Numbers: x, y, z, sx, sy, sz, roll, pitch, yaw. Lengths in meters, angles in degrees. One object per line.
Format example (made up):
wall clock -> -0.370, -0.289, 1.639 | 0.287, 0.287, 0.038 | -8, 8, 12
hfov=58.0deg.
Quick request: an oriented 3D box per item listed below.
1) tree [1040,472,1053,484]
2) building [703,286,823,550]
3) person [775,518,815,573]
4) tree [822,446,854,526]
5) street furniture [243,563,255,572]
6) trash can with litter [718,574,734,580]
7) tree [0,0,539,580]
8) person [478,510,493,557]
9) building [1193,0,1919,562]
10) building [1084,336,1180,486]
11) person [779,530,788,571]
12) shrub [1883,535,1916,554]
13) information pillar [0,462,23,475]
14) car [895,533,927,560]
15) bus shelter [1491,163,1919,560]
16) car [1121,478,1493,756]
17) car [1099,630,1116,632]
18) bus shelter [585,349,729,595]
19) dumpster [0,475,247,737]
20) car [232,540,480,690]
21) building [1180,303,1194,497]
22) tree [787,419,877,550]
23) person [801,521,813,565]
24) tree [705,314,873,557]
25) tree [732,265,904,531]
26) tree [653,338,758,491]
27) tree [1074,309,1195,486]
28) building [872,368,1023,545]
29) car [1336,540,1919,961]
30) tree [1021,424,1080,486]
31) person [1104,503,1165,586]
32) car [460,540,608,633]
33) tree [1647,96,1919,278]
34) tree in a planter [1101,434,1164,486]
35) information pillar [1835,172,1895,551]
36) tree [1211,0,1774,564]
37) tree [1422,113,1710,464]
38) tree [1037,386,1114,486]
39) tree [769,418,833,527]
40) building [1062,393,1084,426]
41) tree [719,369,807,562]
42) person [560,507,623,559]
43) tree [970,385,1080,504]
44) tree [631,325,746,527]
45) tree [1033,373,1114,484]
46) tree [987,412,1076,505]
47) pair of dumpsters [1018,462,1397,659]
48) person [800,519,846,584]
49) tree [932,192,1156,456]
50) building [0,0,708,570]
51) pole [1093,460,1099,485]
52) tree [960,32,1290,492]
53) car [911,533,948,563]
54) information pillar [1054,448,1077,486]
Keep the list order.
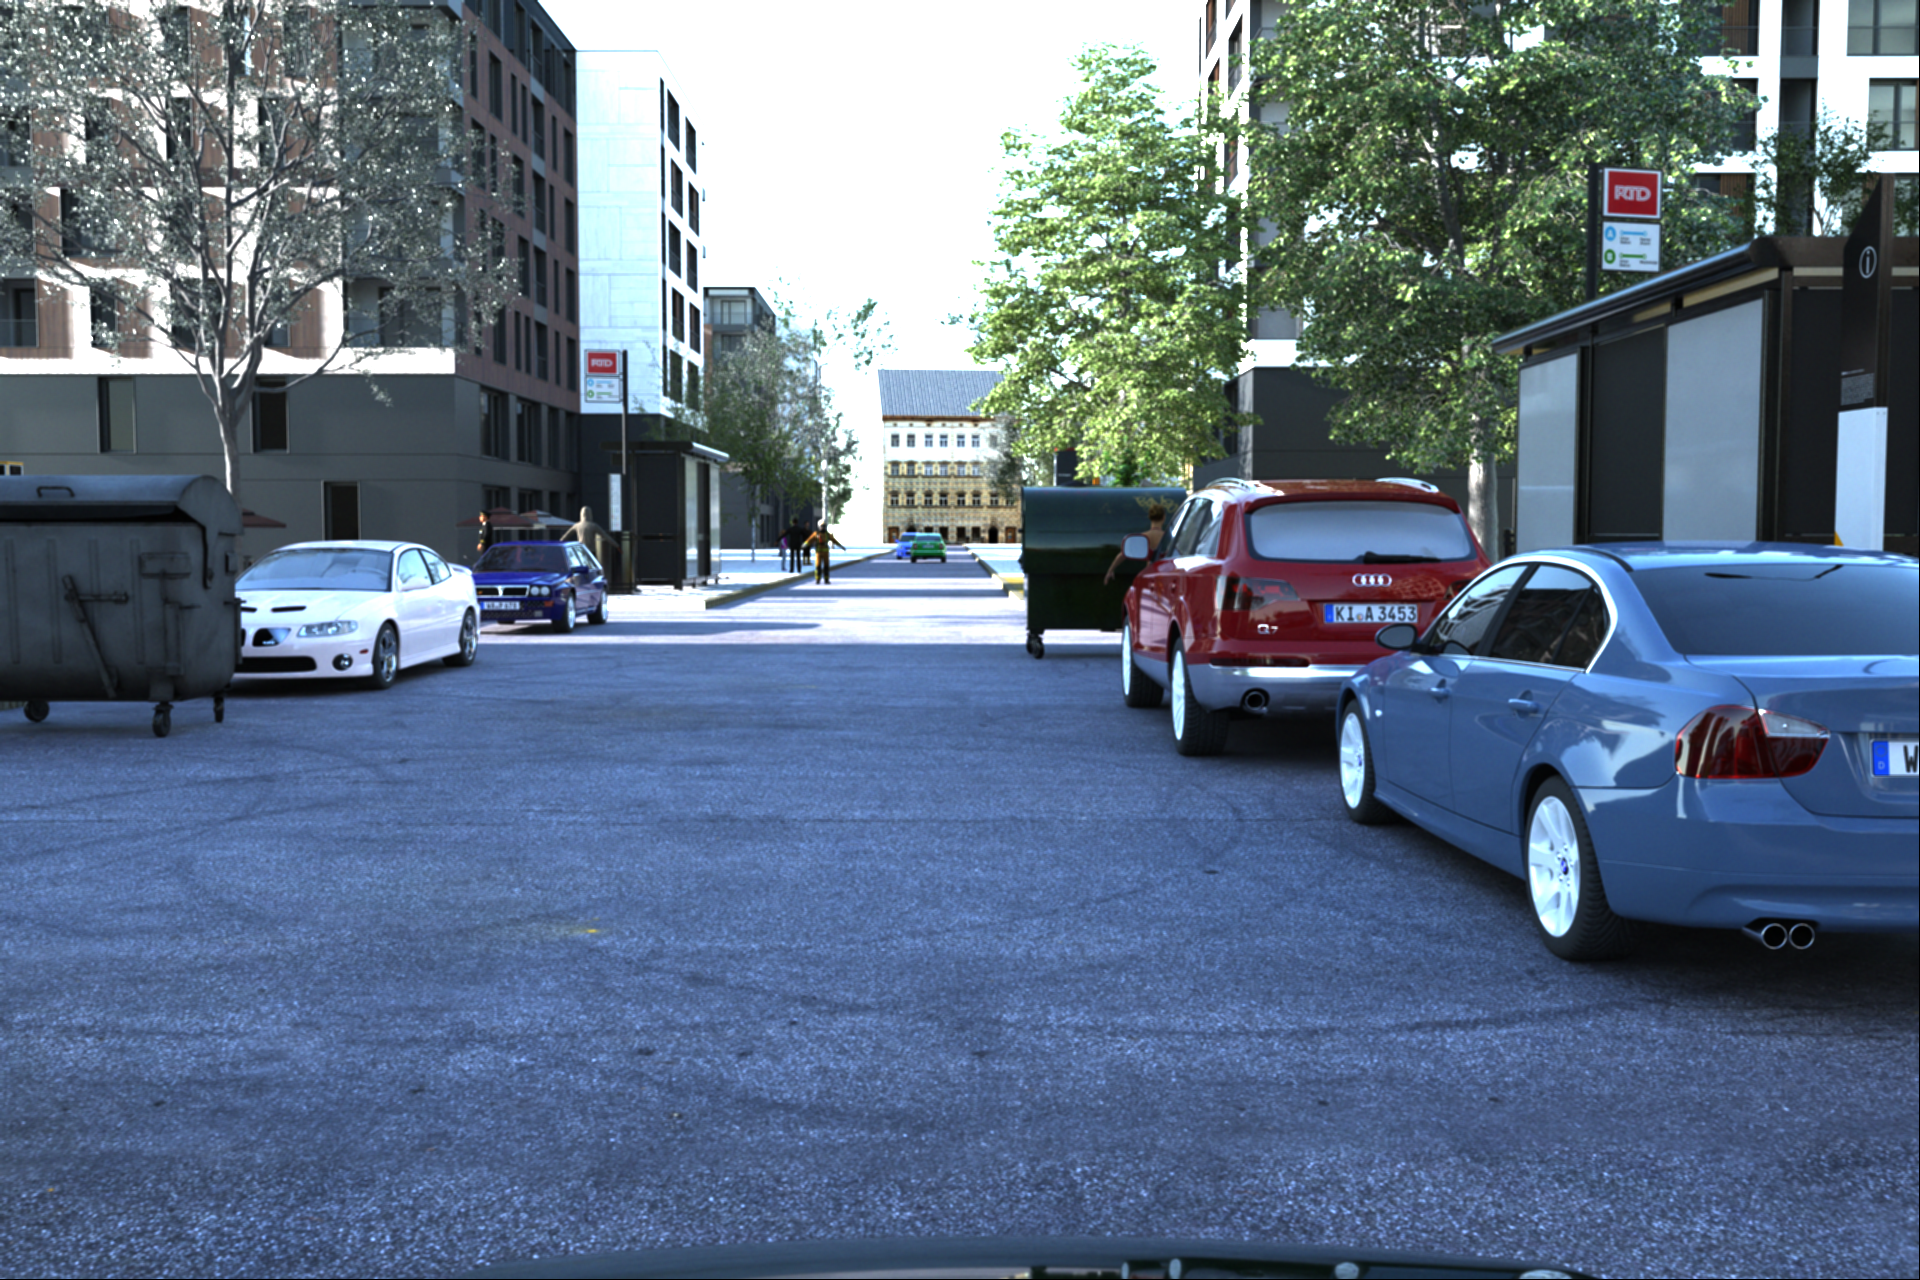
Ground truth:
tree -> 14.722, -19.628, 227.576 | 9.857, 13.997, 8.962 | 0, 3, 0
building -> -27.584, -19.273, 159.094 | 27.936, 21.610, 32.646 | 0, 4, -1
person -> -5.452, -3.124, 57.301 | 1.346, 1.802, 0.704 | -1, 4, -14
tree -> -18.392, -19.523, 225.862 | 9.857, 13.997, 8.962 | 0, 3, 0
street furniture -> -20.150, -2.139, 50.592 | 10.072, 0.657, 5.734 | -1, 4, -15
trash can with litter -> -7.092, -2.357, 49.602 | 1.678, 1.210, 2.233 | 0, 4, -1
tree -> -12.338, -7.264, 29.143 | 12.009, 13.543, 11.850 | 0, 3, 0
person -> -11.013, -2.093, 40.161 | 0.705, 1.837, 1.347 | -1, 4, -12
building -> 22.958, -13.761, 68.973 | 27.936, 21.610, 32.646 | 0, 4, 0
building -> 21.129, -18.168, 163.504 | 16.747, 18.905, 31.486 | 0, 4, 0
person -> -6.091, -3.134, 60.508 | 0.599, 1.433, 0.991 | 0, 4, -2
shrub -> 27.819, -2.901, 51.844 | 1.690, 2.028, 1.600 | 0, 3, 0
information pillar -> -9.782, -0.809, 17.720 | 0.304, 2.012, 0.304 | 0, 4, -1
car -> -2.705, -5.411, 98.059 | 1.945, 1.707, 3.694 | 0, 4, -1
bus shelter -> 6.628, -2.380, 16.541 | 2.179, 5.291, 8.768 | 0, 4, 0
car -> 2.394, -0.248, 12.736 | 2.281, 1.827, 5.304 | 0, 4, -1
car -> 2.884, -0.865, 26.730 | 1.945, 1.354, 3.894 | 0, 4, 0
bus shelter -> -7.063, -3.842, 40.441 | 2.179, 5.291, 8.768 | 0, 3, 0
dumpster -> -6.345, -0.271, 12.646 | 1.865, 1.857, 1.264 | 0, 4, 0
car -> -6.209, -0.309, 17.421 | 2.083, 1.381, 4.827 | 0, 4, -1
building -> 24.618, -17.136, 111.100 | 19.493, 23.208, 18.063 | 0, 3, 0
tree -> -10.377, -12.516, 139.044 | 8.767, 10.594, 7.601 | 1, 4, 12
person -> -6.292, -3.987, 71.322 | 0.704, 1.812, 1.346 | 3, 5, 43
tree -> -10.009, -11.382, 96.458 | 12.009, 13.543, 11.850 | 0, 3, 0
tree -> -11.172, -16.416, 124.289 | 12.611, 20.169, 13.585 | 0, 3, 0
tree -> -9.507, -7.017, 65.093 | 4.360, 8.622, 3.978 | 0, 3, 0
tree -> 5.435, -6.425, 55.410 | 4.737, 8.622, 4.395 | 0, 3, 0
building -> -1.968, -24.196, 228.986 | 18.063, 23.208, 19.493 | 0, 4, -6
car -> 2.837, 0.299, 7.121 | 2.014, 1.417, 4.499 | 0, 4, -1
tree -> 5.697, -9.965, 113.295 | 4.360, 8.622, 3.978 | 0, 3, 0
person -> 1.987, -0.485, 17.196 | 1.217, 1.733, 0.721 | 2, 4, 28
car -> -6.493, -0.838, 26.274 | 1.945, 1.354, 3.894 | 0, 4, -1
tree -> 18.781, -6.234, 36.344 | 8.767, 10.594, 7.601 | 0, 4, 4
tree in a planter -> 3.013, -2.064, 30.973 | 1.991, 3.239, 1.994 | 0, 4, -1
information pillar -> 6.008, -1.234, 11.532 | 0.183, 3.616, 0.504 | 0, 3, 0
tree -> 9.137, -7.521, 29.622 | 9.857, 13.997, 8.962 | 0, 3, 0
tree -> 16.002, -7.790, 45.492 | 7.486, 12.596, 7.792 | 0, 3, 0
tree -> 6.111, -8.173, 83.996 | 4.360, 8.622, 3.978 | 0, 3, 0
tree -> -10.100, -9.601, 107.338 | 4.737, 8.622, 4.395 | 0, 3, 0
building -> 21.553, -22.853, 204.570 | 19.493, 23.208, 18.063 | 0, 4, 0
tree -> -9.184, -7.843, 78.602 | 4.737, 8.622, 4.395 | 0, 3, 0
person -> -7.227, -1.680, 33.595 | 1.348, 1.813, 0.705 | 0, 4, 3
tree -> 5.704, -13.781, 135.683 | 12.009, 13.543, 11.850 | 0, 3, 0
tree -> -9.407, -6.770, 61.057 | 4.360, 8.622, 3.978 | 0, 3, 0
tree -> 5.518, -7.856, 78.806 | 4.360, 8.622, 3.978 | 0, 3, 0
tree -> 5.516, -11.457, 121.734 | 7.601, 10.594, 8.767 | -1, 4, -18
pair of dumpsters -> 2.895, -0.942, 20.348 | 4.436, 2.255, 1.574 | 0, 3, 0
person -> -3.946, -2.540, 49.747 | 1.354, 1.858, 0.705 | -1, 4, -14
tree -> 4.174, -14.811, 98.051 | 12.611, 20.169, 13.585 | 0, 3, 0
building -> -26.664, -13.904, 71.301 | 27.936, 21.610, 32.646 | 0, 3, 0
pole -> 3.683, -3.241, 46.839 | 0.158, 3.312, 0.155 | 0, 3, 0
tree -> 3.790, -7.480, 40.421 | 7.486, 12.596, 7.792 | 0, 3, 0
car -> -1.600, -4.851, 88.117 | 1.959, 1.807, 4.718 | 0, 4, -1
information pillar -> 3.178, -3.843, 52.213 | 0.750, 3.857, 0.750 | 0, 4, -2
